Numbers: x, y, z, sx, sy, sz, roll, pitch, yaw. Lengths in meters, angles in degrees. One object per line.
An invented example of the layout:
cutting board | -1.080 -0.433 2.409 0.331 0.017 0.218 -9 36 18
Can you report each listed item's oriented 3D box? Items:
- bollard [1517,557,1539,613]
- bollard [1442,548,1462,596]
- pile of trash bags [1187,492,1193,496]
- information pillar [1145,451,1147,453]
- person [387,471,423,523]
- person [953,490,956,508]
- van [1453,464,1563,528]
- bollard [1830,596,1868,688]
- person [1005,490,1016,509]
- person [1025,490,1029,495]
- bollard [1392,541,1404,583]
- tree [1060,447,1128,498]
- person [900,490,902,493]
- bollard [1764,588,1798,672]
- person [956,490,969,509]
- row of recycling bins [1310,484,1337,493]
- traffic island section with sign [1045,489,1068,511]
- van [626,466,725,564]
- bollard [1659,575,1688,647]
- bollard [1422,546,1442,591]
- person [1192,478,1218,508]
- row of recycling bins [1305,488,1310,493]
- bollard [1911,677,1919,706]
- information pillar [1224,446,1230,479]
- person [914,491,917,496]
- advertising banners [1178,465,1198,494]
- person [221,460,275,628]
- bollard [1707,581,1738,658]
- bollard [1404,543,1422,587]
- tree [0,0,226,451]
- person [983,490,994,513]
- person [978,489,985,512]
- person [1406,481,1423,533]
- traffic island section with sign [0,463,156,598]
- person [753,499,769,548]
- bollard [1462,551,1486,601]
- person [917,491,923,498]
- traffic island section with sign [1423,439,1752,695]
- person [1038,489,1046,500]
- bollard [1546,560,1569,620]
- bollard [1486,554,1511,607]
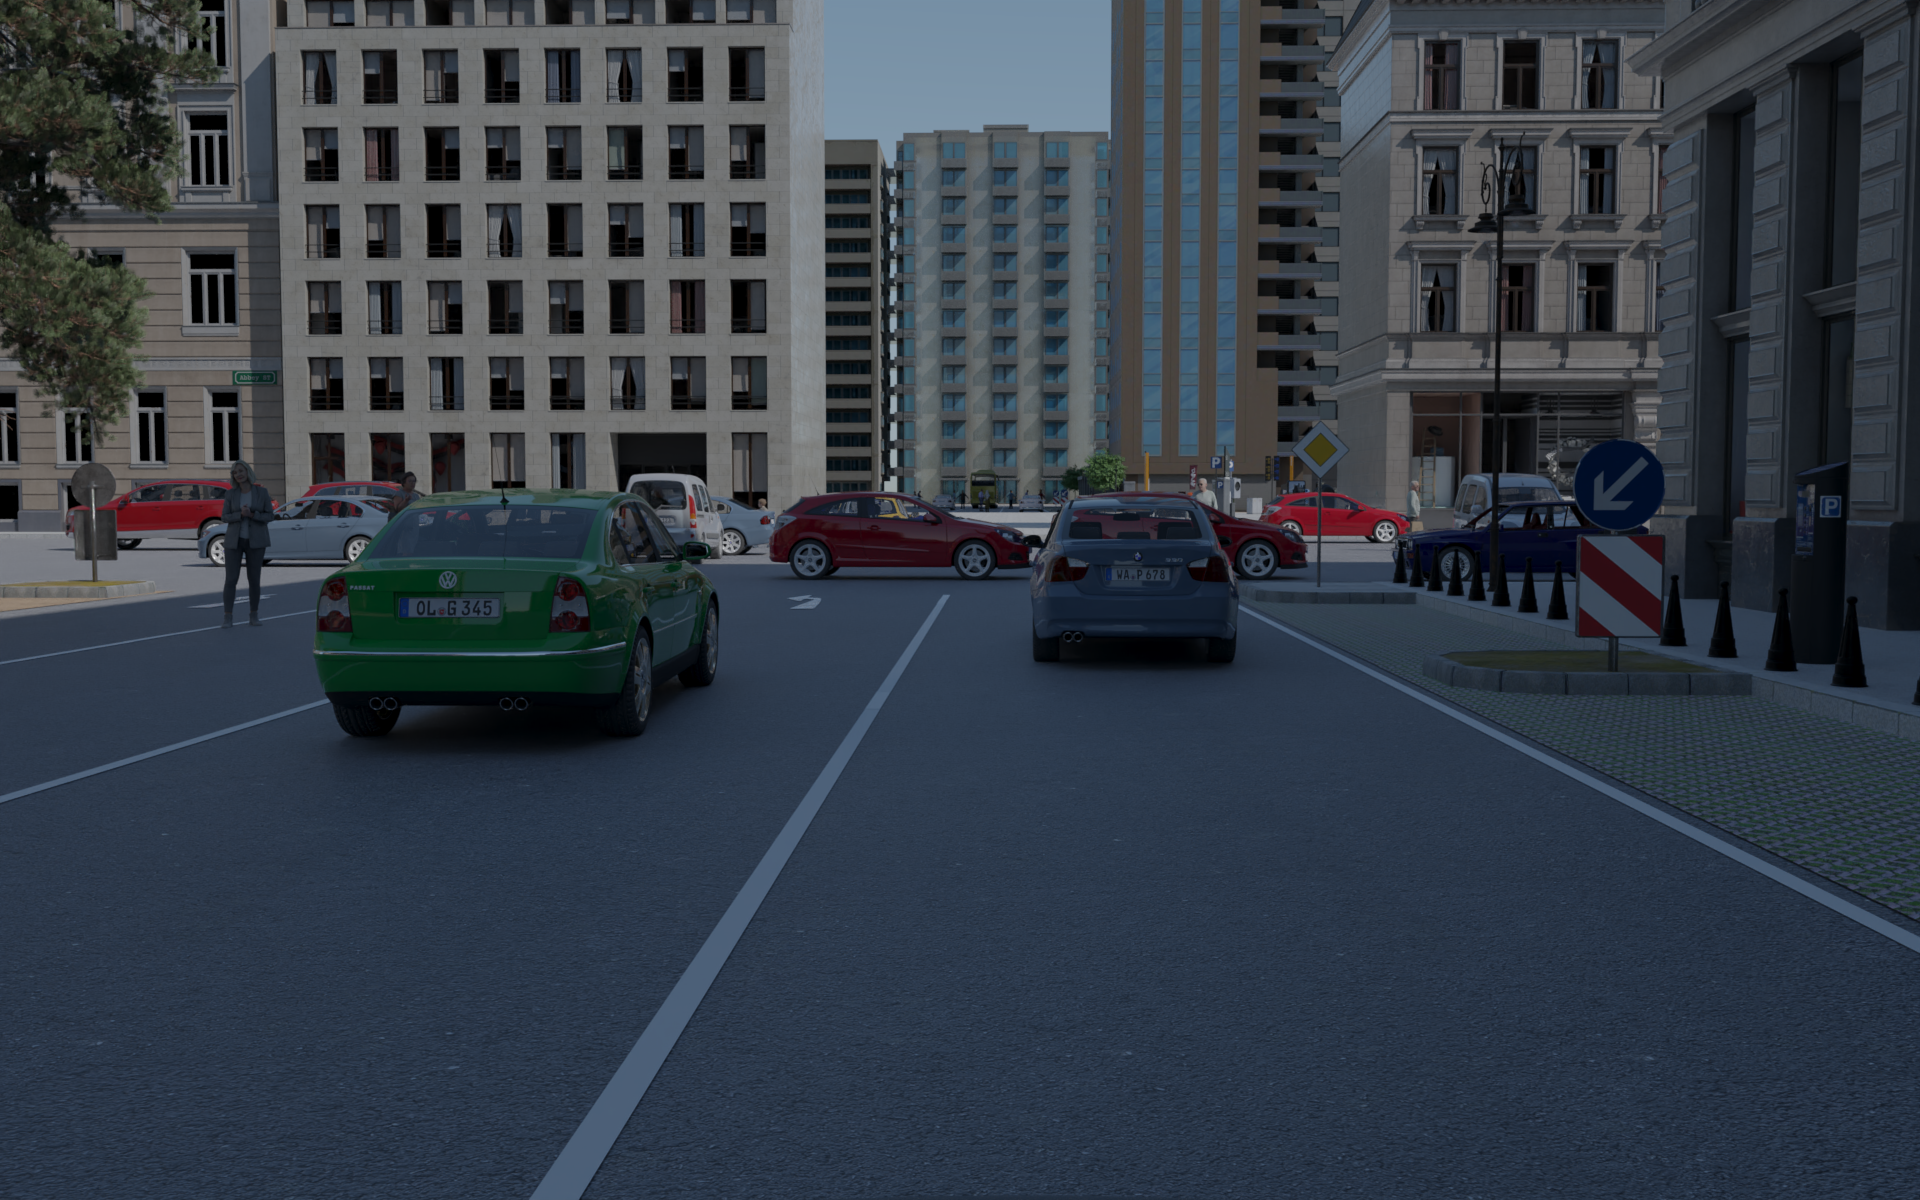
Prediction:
bollard | 6.166 -0.168 18.782 0.229 0.601 0.229 0 3 0
bollard | 6.262 -0.356 21.865 0.229 0.601 0.229 0 3 0
pile of trash bags | 12.210 -5.283 96.124 1.912 1.369 3.447 2 4 31
information pillar | 10.123 -6.271 93.889 0.183 3.616 0.504 -1 4 -15
person | -8.461 -1.084 26.579 0.532 1.782 0.716 2 4 25
person | -0.555 -10.596 181.728 0.705 1.826 1.348 0 4 -3
van | 10.669 -1.603 33.217 2.013 2.044 4.112 0 4 3
bollard | 5.946 0.274 11.561 0.229 0.601 0.229 0 3 0
person | 4.915 -9.750 167.891 1.348 1.826 0.705 -2 4 -34
person | 6.732 -9.949 171.042 0.599 1.838 0.709 1 4 20
bollard | 6.349 -0.545 24.953 0.229 0.601 0.229 0 3 0
tree | 9.979 -8.337 120.030 4.285 4.588 4.351 0 3 0
person | -6.237 -10.751 183.906 0.705 1.869 1.348 -2 4 -24
bollard | 5.977 0.211 12.591 0.229 0.601 0.229 0 3 0
person | 0.254 -9.499 163.828 1.348 1.821 0.705 1 4 23
row of recycling bins | 16.528 -3.967 71.975 3.534 1.692 1.069 0 4 3
traffic island section with sign | 9.453 -10.038 172.745 1.989 1.847 2.006 0 4 2
van | -6.090 -1.828 36.902 2.013 2.044 4.112 0 4 0
bollard | 6.041 0.085 14.655 0.229 0.601 0.229 0 3 0
bollard | 6.289 -0.420 22.900 0.229 0.601 0.229 0 3 0
person | 5.165 -1.730 37.276 0.782 1.767 0.515 1 4 9
row of recycling bins | 21.740 -6.113 107.064 3.534 1.692 1.069 0 4 -4
bollard | 5.917 0.338 10.515 0.229 0.601 0.229 0 3 0
information pillar | 13.043 -5.712 84.748 0.183 3.616 0.504 2 4 34
person | -4.791 -10.460 180.239 0.721 1.735 1.217 -2 4 -27
advertising banners | 13.312 -6.597 104.040 2.074 3.025 0.090 2 4 31
person | -7.705 -0.615 18.735 0.537 1.800 0.526 -1 4 -11
bollard | 6.009 0.148 13.626 0.229 0.601 0.229 0 3 0
bollard | 6.318 -0.482 23.927 0.229 0.601 0.229 0 3 0
tree | -13.029 -5.954 21.861 6.751 12.117 7.091 0 3 0
person | 2.184 -7.647 134.267 0.721 1.736 1.217 -3 5 -41
person | 1.864 -8.167 141.898 0.599 1.838 0.709 -2 4 -34
person | 11.399 -2.124 43.707 0.515 1.767 0.782 0 4 3
traffic island section with sign | -12.644 -1.010 24.658 2.006 1.907 1.989 0 4 2
person | -5.255 -2.043 46.179 0.475 1.303 0.640 2 4 34
bollard | 6.226 -0.293 20.839 0.229 0.601 0.229 0 3 0
person | -3.861 -9.753 168.404 0.568 1.767 0.683 0 4 -7
traffic island section with sign | 4.645 -0.280 13.206 1.989 1.847 2.006 0 4 2
person | 6.663 -8.267 143.631 0.705 1.831 1.348 -3 5 -42
bollard | 6.130 -0.104 17.749 0.229 0.601 0.229 0 3 0
bollard | 6.197 -0.231 19.813 0.229 0.601 0.229 0 3 0
